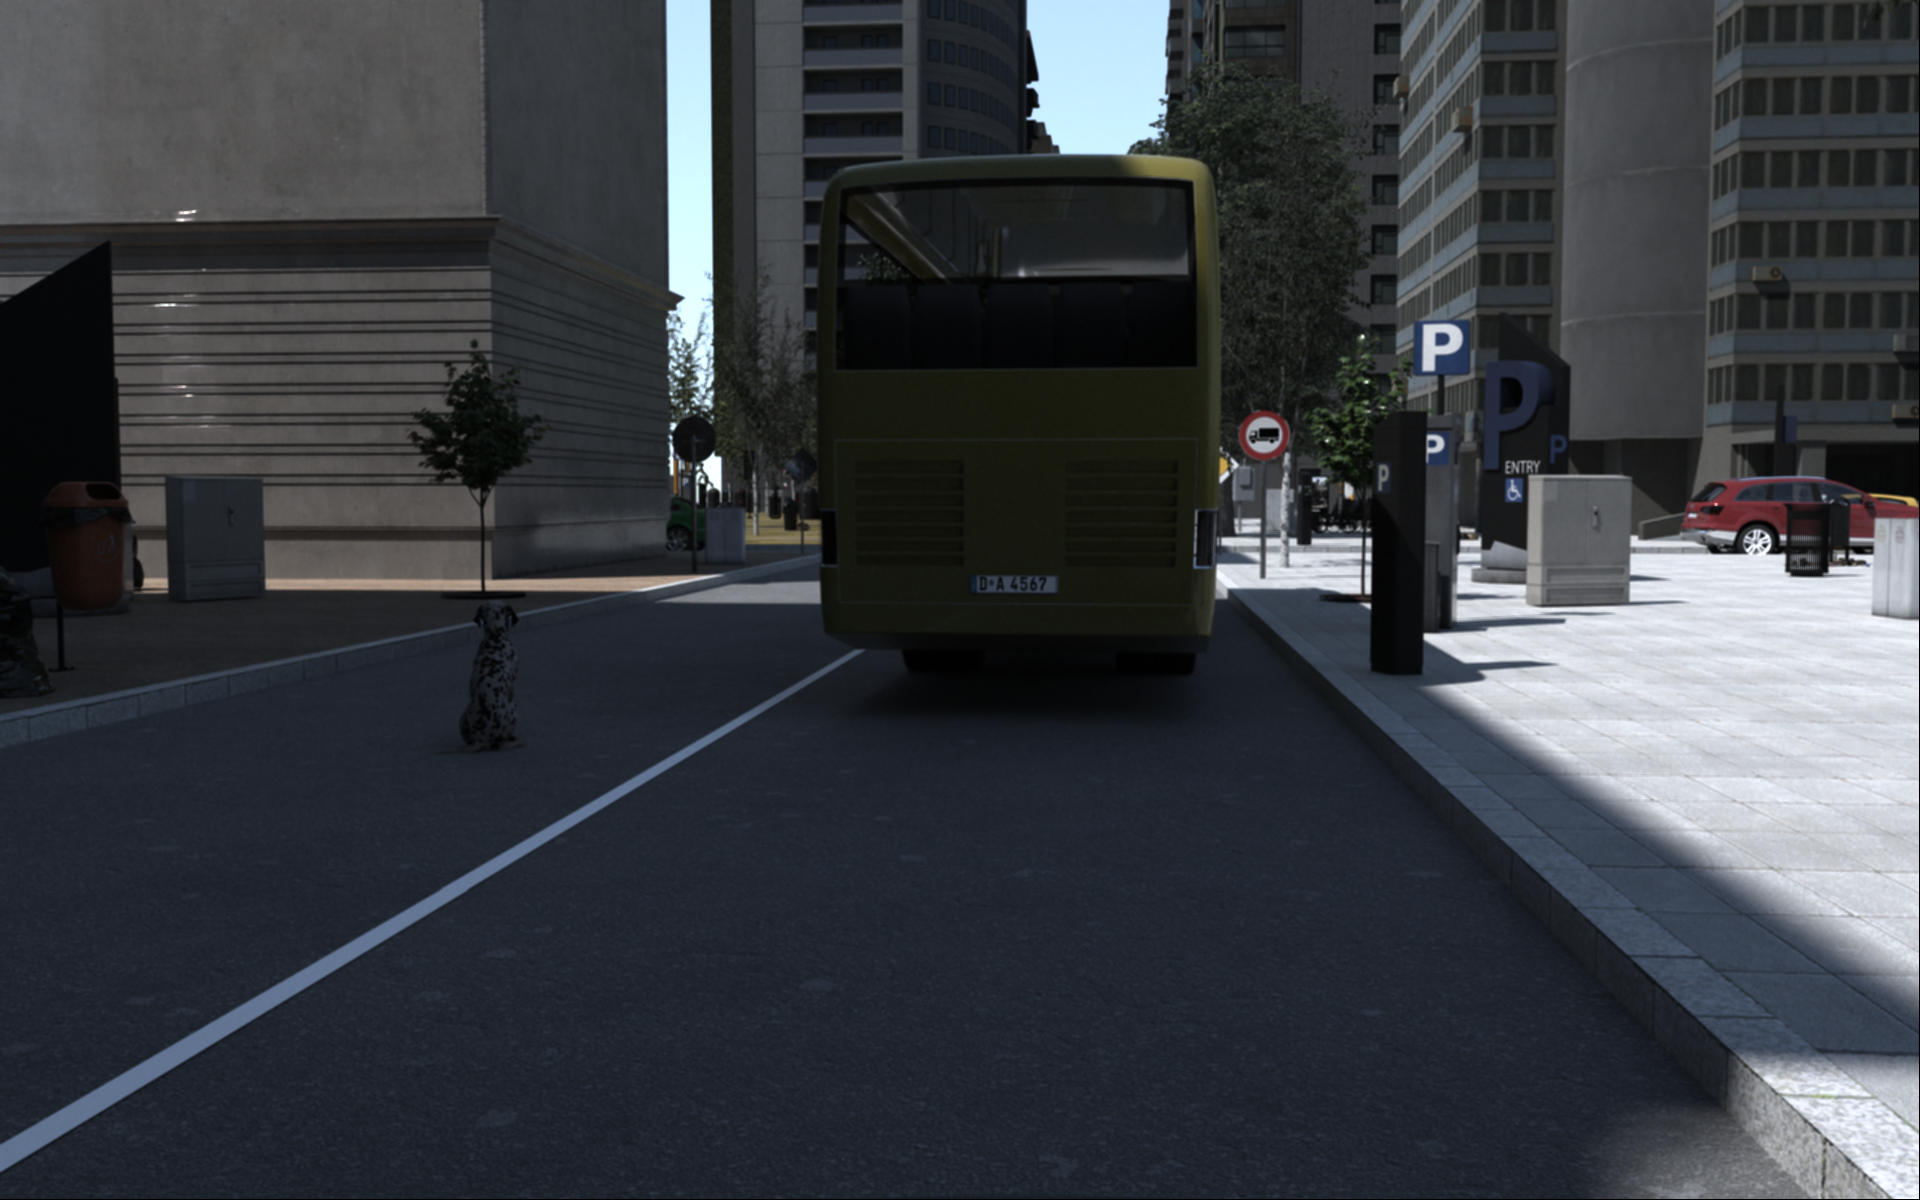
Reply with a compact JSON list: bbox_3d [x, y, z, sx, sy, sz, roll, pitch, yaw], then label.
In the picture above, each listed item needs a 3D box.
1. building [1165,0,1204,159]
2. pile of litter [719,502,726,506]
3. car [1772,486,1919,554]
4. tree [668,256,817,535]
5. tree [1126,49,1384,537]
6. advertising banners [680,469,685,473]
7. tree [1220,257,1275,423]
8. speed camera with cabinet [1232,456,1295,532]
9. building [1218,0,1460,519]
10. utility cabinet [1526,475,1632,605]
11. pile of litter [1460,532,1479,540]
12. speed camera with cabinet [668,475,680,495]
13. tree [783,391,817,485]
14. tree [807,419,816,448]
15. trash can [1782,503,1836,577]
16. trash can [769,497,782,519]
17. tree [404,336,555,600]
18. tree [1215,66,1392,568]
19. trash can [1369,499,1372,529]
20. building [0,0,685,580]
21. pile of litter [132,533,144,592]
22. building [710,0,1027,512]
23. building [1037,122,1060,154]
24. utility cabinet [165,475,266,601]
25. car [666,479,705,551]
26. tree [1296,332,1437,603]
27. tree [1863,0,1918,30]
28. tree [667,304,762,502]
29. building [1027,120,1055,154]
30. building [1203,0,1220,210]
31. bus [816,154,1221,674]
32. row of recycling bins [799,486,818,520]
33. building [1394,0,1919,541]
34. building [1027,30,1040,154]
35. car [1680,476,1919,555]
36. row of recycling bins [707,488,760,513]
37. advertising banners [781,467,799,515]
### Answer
[{"bbox_3d":[29.375,-32.628,153.068,23.786,49.044,30.456,0,4,5],"label":"building"},{"bbox_3d":[-13.397,-5.126,97.781,1.719,0.858,1.176,0,4,-3],"label":"pile of litter"},{"bbox_3d":[20.351,-1.828,40.108,3.980,1.641,2.015,0,4,7],"label":"car"},{"bbox_3d":[-6.191,-6.315,53.609,4.360,8.622,3.978,0,3,0],"label":"tree"},{"bbox_3d":[7.994,-8.853,51.403,9.857,13.997,8.962,0,3,0],"label":"tree"},{"bbox_3d":[-20.155,-7.668,121.563,2.074,3.025,0.090,0,4,3],"label":"advertising banners"},{"bbox_3d":[9.081,-8.769,69.135,9.928,11.665,9.643,0,3,0],"label":"tree"},{"bbox_3d":[10.301,-3.941,58.777,2.038,3.252,0.660,0,4,-2],"label":"speed camera with cabinet"},{"bbox_3d":[21.159,-19.798,95.402,14.160,30.474,14.107,0,4,5],"label":"building"},{"bbox_3d":[7.107,-0.684,19.867,1.173,1.500,0.318,-1,4,-16],"label":"utility cabinet"},{"bbox_3d":[14.016,-2.134,48.849,1.176,0.858,1.719,0,4,8],"label":"pile of litter"},{"bbox_3d":[-13.558,-5.443,83.328,2.038,3.252,0.660,3,5,43],"label":"speed camera with cabinet"},{"bbox_3d":[-10.089,-10.198,117.107,4.737,8.622,4.395,0,3,0],"label":"tree"},{"bbox_3d":[-1.292,-9.283,68.790,9.611,12.733,9.660,0,3,0],"label":"tree"},{"bbox_3d":[13.189,-0.935,26.944,0.748,1.137,0.748,0,3,0],"label":"trash can"},{"bbox_3d":[-9.547,-4.762,89.512,0.748,1.137,0.748,0,3,0],"label":"trash can"},{"bbox_3d":[-6.071,-1.644,21.477,1.663,3.219,1.824,0,3,0],"label":"tree"},{"bbox_3d":[5.588,-4.885,30.232,4.360,8.622,3.978,0,3,0],"label":"tree"},{"bbox_3d":[13.353,-2.652,55.015,0.748,1.137,0.748,0,3,0],"label":"trash can"},{"bbox_3d":[-16.212,-11.919,31.032,21.152,22.565,11.583,0,4,5],"label":"building"},{"bbox_3d":[-11.334,-0.542,22.819,1.176,0.858,1.719,0,4,-7],"label":"pile of litter"},{"bbox_3d":[-6.116,-36.221,134.211,21.231,58.520,28.212,0,4,5],"label":"building"},{"bbox_3d":[2.769,-37.082,229.987,21.300,48.544,21.600,0,4,5],"label":"building"},{"bbox_3d":[-8.989,-0.751,20.958,0.318,1.500,1.173,2,4,27],"label":"utility cabinet"},{"bbox_3d":[-8.001,-2.047,42.259,4.718,1.807,1.959,0,4,5],"label":"car"},{"bbox_3d":[4.797,-1.609,20.905,1.663,3.219,1.824,0,3,0],"label":"tree"},{"bbox_3d":[7.831,-3.726,11.286,4.360,8.622,3.978,0,3,0],"label":"tree"},{"bbox_3d":[-10.258,-7.103,66.490,4.737,8.622,4.395,0,3,0],"label":"tree"},{"bbox_3d":[4.446,-34.356,211.831,14.600,45.320,14.200,0,4,5],"label":"building"},{"bbox_3d":[26.383,-42.130,127.076,20.563,71.187,20.611,0,4,5],"label":"building"},{"bbox_3d":[1.067,-1.541,16.734,2.896,3.916,12.252,0,4,7],"label":"bus"},{"bbox_3d":[-6.712,-4.948,88.020,1.069,1.692,3.534,3,5,43],"label":"row of recycling bins"},{"bbox_3d":[28.660,-22.521,60.106,23.993,40.220,32.217,0,4,5],"label":"building"},{"bbox_3d":[-3.956,-31.098,163.081,22.147,44.769,28.867,0,4,5],"label":"building"},{"bbox_3d":[18.671,-1.794,38.002,5.304,1.827,2.281,0,4,4],"label":"car"},{"bbox_3d":[-15.358,-6.743,117.363,3.534,1.692,1.069,-1,4,-17],"label":"row of recycling bins"},{"bbox_3d":[-10.192,-6.801,107.377,2.074,3.025,0.090,2,4,24],"label":"advertising banners"}]
